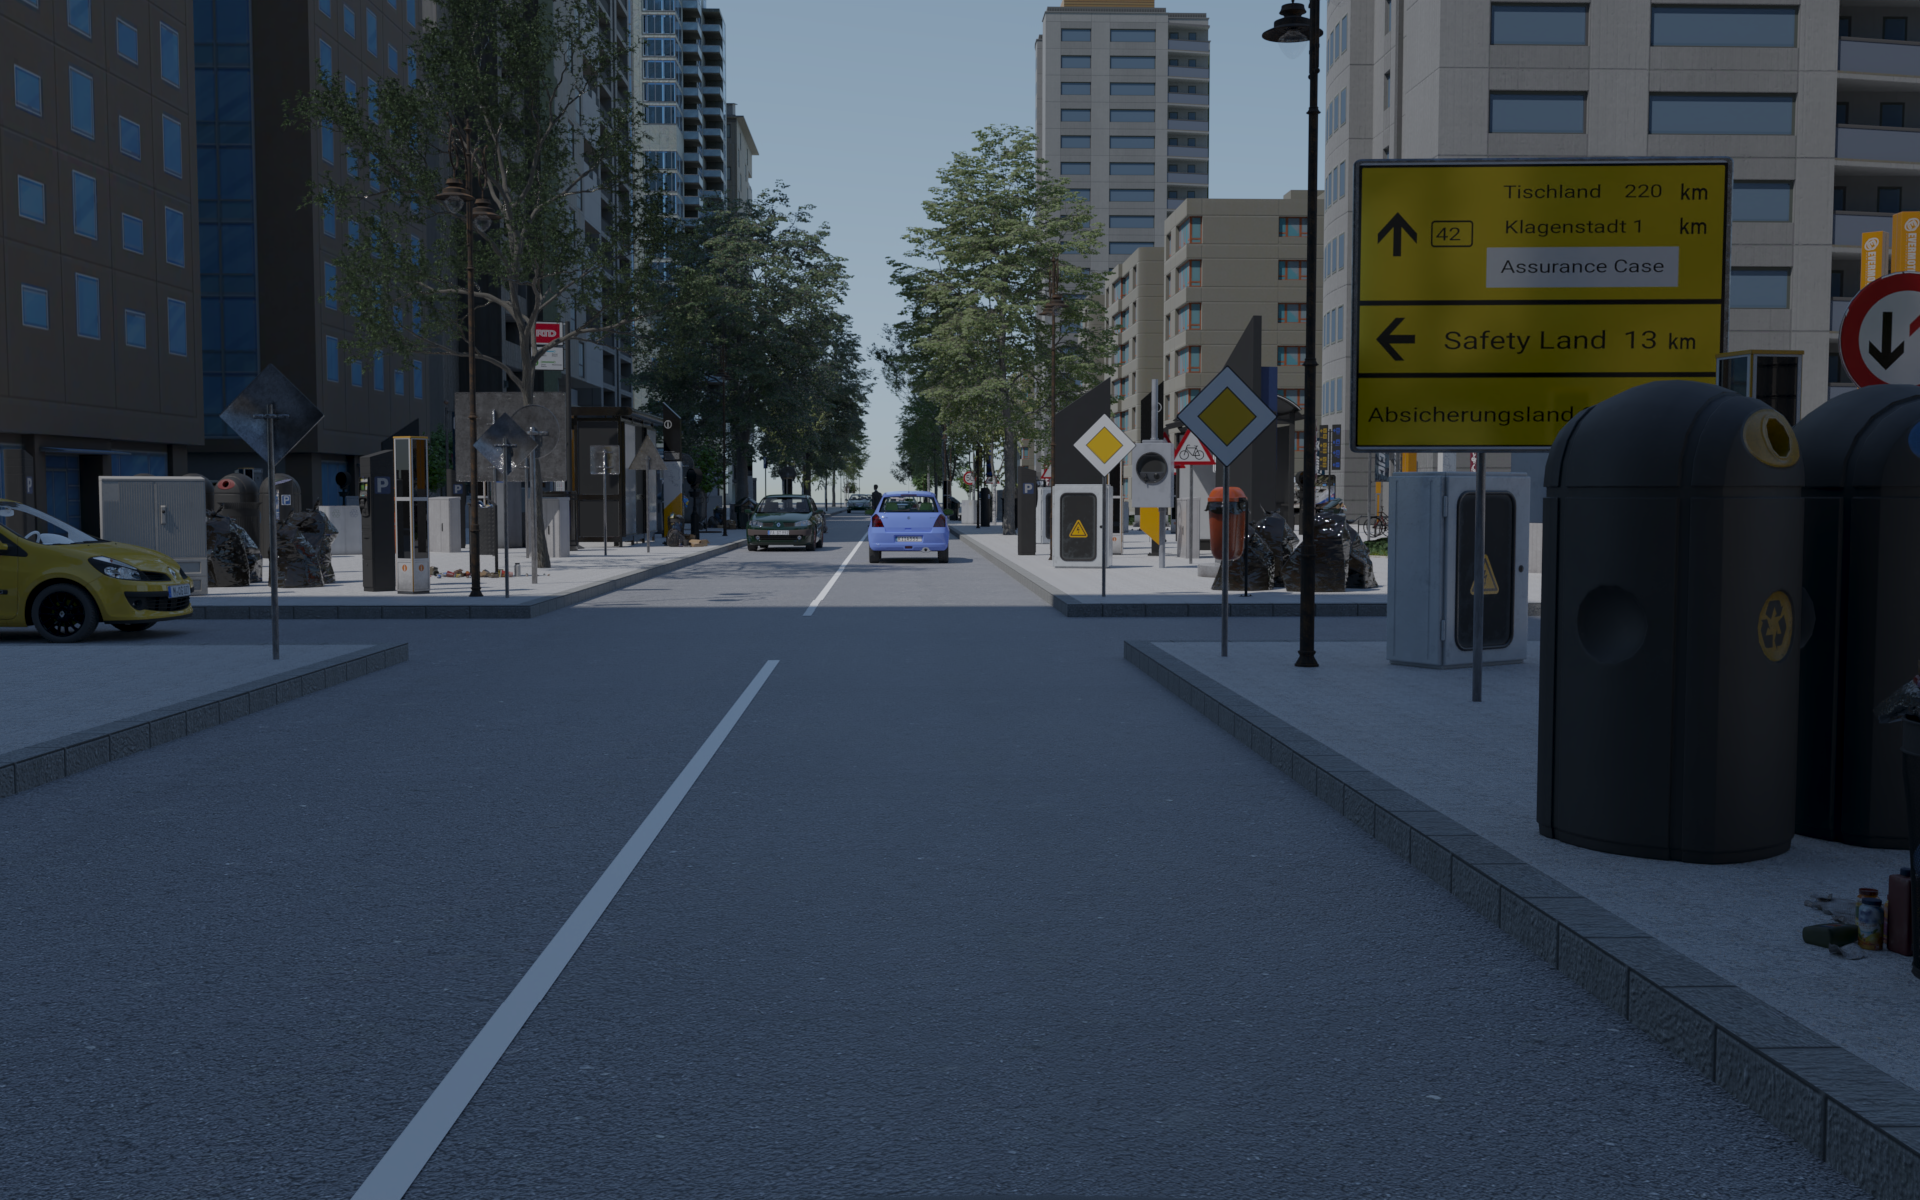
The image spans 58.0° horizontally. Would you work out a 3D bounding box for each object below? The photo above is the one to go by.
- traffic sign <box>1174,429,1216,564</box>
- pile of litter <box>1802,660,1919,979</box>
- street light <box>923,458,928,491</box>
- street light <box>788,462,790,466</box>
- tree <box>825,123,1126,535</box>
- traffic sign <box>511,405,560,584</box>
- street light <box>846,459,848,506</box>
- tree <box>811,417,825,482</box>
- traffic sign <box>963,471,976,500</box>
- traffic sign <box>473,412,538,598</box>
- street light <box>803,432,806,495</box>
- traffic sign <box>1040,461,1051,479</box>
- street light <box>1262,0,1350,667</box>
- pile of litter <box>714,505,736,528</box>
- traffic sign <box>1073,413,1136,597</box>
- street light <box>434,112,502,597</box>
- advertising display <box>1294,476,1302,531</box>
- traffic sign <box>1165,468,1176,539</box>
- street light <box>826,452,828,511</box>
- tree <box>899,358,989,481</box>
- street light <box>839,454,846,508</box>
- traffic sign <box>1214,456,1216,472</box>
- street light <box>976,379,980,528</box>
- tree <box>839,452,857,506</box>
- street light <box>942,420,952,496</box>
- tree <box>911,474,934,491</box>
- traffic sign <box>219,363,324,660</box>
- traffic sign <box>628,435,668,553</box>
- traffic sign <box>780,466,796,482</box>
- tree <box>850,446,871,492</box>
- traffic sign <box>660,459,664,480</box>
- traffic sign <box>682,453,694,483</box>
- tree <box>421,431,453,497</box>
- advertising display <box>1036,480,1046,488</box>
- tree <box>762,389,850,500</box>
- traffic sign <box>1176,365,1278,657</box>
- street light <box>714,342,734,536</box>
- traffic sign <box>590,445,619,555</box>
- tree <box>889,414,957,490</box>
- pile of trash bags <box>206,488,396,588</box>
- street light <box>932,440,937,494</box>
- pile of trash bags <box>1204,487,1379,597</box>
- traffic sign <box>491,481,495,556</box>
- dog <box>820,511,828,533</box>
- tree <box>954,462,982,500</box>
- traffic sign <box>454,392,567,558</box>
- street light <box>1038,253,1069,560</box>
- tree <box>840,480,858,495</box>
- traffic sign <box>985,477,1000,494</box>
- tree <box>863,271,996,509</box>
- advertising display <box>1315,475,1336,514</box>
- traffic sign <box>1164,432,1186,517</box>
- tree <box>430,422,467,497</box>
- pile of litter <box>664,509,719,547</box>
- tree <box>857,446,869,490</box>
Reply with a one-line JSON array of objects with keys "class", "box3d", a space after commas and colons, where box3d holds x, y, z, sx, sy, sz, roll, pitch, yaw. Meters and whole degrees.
[{"class": "traffic sign", "box3d": [4.238, -1.941, 31.738, 0.884, 2.594, 0.081, 0, 4, 2]}, {"class": "pile of litter", "box3d": [2.943, 0.573, 4.602, 1.176, 0.858, 1.719, 1, 4, 11]}, {"class": "street light", "box3d": [-4.055, -13.459, 192.839, 0.468, 5.910, 1.993, 0, 4, -2]}, {"class": "street light", "box3d": [-8.370, -6.850, 84.793, 0.468, 5.910, 1.993, 0, 4, -2]}, {"class": "tree", "box3d": [1.133, -8.315, 54.084, 7.486, 12.596, 7.792, 0, 3, 0]}, {"class": "traffic sign", "box3d": [-6.087, -1.504, 24.705, 0.768, 2.556, 0.104, 0, 4, 5]}, {"class": "street light", "box3d": [-11.862, -12.743, 181.138, 0.468, 5.910, 1.993, 0, 4, -2]}, {"class": "tree", "box3d": [-12.358, -15.624, 173.580, 7.486, 12.596, 7.792, 0, 3, 0]}, {"class": "traffic sign", "box3d": [0.557, -5.853, 95.804, 0.768, 2.556, 0.104, 0, 4, 6]}, {"class": "traffic sign", "box3d": [-5.595, -1.083, 21.352, 0.795, 2.450, 0.064, 0, 4, -2]}, {"class": "street light", "box3d": [-8.818, -7.659, 98.014, 0.468, 5.910, 1.993, 0, 4, -2]}, {"class": "traffic sign", "box3d": [3.236, -3.692, 60.366, 0.884, 2.594, 0.081, 0, 3, 0]}, {"class": "street light", "box3d": [2.583, -2.443, 12.724, 0.468, 5.910, 1.993, 0, 4, -2]}, {"class": "pile of litter", "box3d": [-8.904, -3.159, 65.612, 1.176, 0.858, 1.719, 3, 4, 38]}, {"class": "traffic sign", "box3d": [1.795, -1.098, 21.602, 0.795, 2.450, 0.064, 0, 4, -2]}, {"class": "street light", "box3d": [-6.058, -2.980, 21.506, 0.468, 5.910, 1.993, 0, 4, -2]}, {"class": "advertising display", "box3d": [11.541, -3.389, 60.625, 0.123, 1.923, 0.974, -3, 5, -44]}, {"class": "traffic sign", "box3d": [5.653, -2.924, 47.816, 0.884, 2.594, 0.081, 0, 4, 1]}, {"class": "street light", "box3d": [-9.979, -9.587, 129.541, 0.468, 5.910, 1.993, 0, 4, -2]}, {"class": "tree", "box3d": [-0.615, -12.220, 125.556, 9.928, 11.665, 9.643, 0, 3, 0]}, {"class": "street light", "box3d": [-11.063, -11.505, 160.893, 0.468, 5.910, 1.993, 0, 4, -2]}, {"class": "traffic sign", "box3d": [5.200, -1.922, 33.561, 0.606, 2.300, 0.079, 0, 4, 1]}, {"class": "street light", "box3d": [0.677, -5.621, 64.693, 0.468, 5.910, 1.993, 0, 4, -2]}, {"class": "tree", "box3d": [-12.348, -12.552, 155.592, 4.737, 8.622, 4.395, 0, 3, 0]}, {"class": "street light", "box3d": [-0.943, -8.400, 110.121, 0.468, 5.910, 1.993, 0, 4, -2]}, {"class": "tree", "box3d": [-4.684, -14.356, 218.428, 4.285, 4.588, 4.351, 0, 3, 0]}, {"class": "traffic sign", "box3d": [-5.303, -0.595, 13.373, 0.795, 2.450, 0.064, 0, 4, -2]}, {"class": "traffic sign", "box3d": [-6.823, -2.315, 37.861, 0.884, 2.594, 0.081, 0, 4, 7]}, {"class": "traffic sign", "box3d": [-7.834, -4.818, 78.886, 0.768, 2.556, 0.104, 0, 4, 5]}, {"class": "tree", "box3d": [-12.321, -14.911, 194.153, 4.360, 8.622, 3.978, 0, 3, 0]}, {"class": "traffic sign", "box3d": [-8.420, -2.945, 50.281, 0.606, 2.300, 0.079, 0, 4, 7]}, {"class": "traffic sign", "box3d": [-8.686, -3.304, 54.134, 0.768, 2.556, 0.104, 0, 4, 6]}, {"class": "tree", "box3d": [-16.358, -3.571, 52.988, 1.663, 3.219, 1.824, 0, 3, 0]}, {"class": "advertising display", "box3d": [4.189, -5.078, 88.242, 0.123, 1.923, 0.974, 1, 4, 22]}, {"class": "tree", "box3d": [-9.678, -9.394, 103.951, 4.360, 8.622, 3.978, 0, 3, 0]}, {"class": "traffic sign", "box3d": [2.087, -0.610, 13.622, 0.795, 2.450, 0.064, 0, 4, -2]}, {"class": "street light", "box3d": [-7.179, -4.889, 52.726, 0.468, 5.910, 1.993, 0, 4, -2]}, {"class": "traffic sign", "box3d": [-7.428, -2.086, 36.240, 0.606, 2.300, 0.079, 0, 4, -1]}, {"class": "tree", "box3d": [-4.560, -19.239, 231.561, 9.611, 12.733, 9.660, 0, 3, 0]}, {"class": "pile of trash bags", "box3d": [-9.194, -0.895, 24.391, 3.447, 1.369, 1.912, 0, 4, 4]}, {"class": "street light", "box3d": [-2.055, -10.309, 141.341, 0.468, 5.910, 1.993, 0, 4, -2]}, {"class": "pile of trash bags", "box3d": [4.181, -0.808, 22.961, 1.912, 1.369, 3.447, 2, 4, 34]}, {"class": "traffic sign", "box3d": [-9.609, -2.179, 35.625, 0.884, 2.594, 0.081, 0, 4, 3]}, {"class": "dog", "box3d": [-5.121, -2.860, 63.595, 0.513, 0.831, 0.800, 2, 4, 30]}, {"class": "tree", "box3d": [0.634, -6.616, 102.767, 1.663, 3.219, 1.824, 0, 3, 0]}, {"class": "traffic sign", "box3d": [-8.972, -2.489, 34.576, 2.265, 3.308, 0.079, 0, 4, 5]}, {"class": "street light", "box3d": [1.803, -3.712, 33.474, 0.468, 5.910, 1.993, 0, 4, -2]}, {"class": "tree", "box3d": [-14.840, -14.421, 230.389, 1.663, 3.219, 1.824, 0, 3, 0]}, {"class": "traffic sign", "box3d": [1.681, -5.571, 91.094, 0.884, 2.594, 0.081, 0, 4, 7]}, {"class": "tree", "box3d": [-2.262, -17.976, 149.803, 12.611, 20.169, 13.585, 0, 3, 0]}, {"class": "advertising display", "box3d": [11.928, -3.179, 57.195, 0.974, 1.923, 0.123, -1, 4, -12]}, {"class": "traffic sign", "box3d": [4.262, -2.212, 36.167, 0.884, 2.594, 0.081, 0, 4, 4]}, {"class": "tree", "box3d": [-23.482, -5.772, 78.090, 4.285, 4.588, 4.351, 0, 3, 0]}, {"class": "pile of litter", "box3d": [-6.723, -1.746, 42.511, 1.176, 0.858, 1.719, 0, 4, 2]}, {"class": "tree", "box3d": [-12.220, -14.454, 186.677, 4.737, 8.622, 4.395, 0, 3, 0]}]
